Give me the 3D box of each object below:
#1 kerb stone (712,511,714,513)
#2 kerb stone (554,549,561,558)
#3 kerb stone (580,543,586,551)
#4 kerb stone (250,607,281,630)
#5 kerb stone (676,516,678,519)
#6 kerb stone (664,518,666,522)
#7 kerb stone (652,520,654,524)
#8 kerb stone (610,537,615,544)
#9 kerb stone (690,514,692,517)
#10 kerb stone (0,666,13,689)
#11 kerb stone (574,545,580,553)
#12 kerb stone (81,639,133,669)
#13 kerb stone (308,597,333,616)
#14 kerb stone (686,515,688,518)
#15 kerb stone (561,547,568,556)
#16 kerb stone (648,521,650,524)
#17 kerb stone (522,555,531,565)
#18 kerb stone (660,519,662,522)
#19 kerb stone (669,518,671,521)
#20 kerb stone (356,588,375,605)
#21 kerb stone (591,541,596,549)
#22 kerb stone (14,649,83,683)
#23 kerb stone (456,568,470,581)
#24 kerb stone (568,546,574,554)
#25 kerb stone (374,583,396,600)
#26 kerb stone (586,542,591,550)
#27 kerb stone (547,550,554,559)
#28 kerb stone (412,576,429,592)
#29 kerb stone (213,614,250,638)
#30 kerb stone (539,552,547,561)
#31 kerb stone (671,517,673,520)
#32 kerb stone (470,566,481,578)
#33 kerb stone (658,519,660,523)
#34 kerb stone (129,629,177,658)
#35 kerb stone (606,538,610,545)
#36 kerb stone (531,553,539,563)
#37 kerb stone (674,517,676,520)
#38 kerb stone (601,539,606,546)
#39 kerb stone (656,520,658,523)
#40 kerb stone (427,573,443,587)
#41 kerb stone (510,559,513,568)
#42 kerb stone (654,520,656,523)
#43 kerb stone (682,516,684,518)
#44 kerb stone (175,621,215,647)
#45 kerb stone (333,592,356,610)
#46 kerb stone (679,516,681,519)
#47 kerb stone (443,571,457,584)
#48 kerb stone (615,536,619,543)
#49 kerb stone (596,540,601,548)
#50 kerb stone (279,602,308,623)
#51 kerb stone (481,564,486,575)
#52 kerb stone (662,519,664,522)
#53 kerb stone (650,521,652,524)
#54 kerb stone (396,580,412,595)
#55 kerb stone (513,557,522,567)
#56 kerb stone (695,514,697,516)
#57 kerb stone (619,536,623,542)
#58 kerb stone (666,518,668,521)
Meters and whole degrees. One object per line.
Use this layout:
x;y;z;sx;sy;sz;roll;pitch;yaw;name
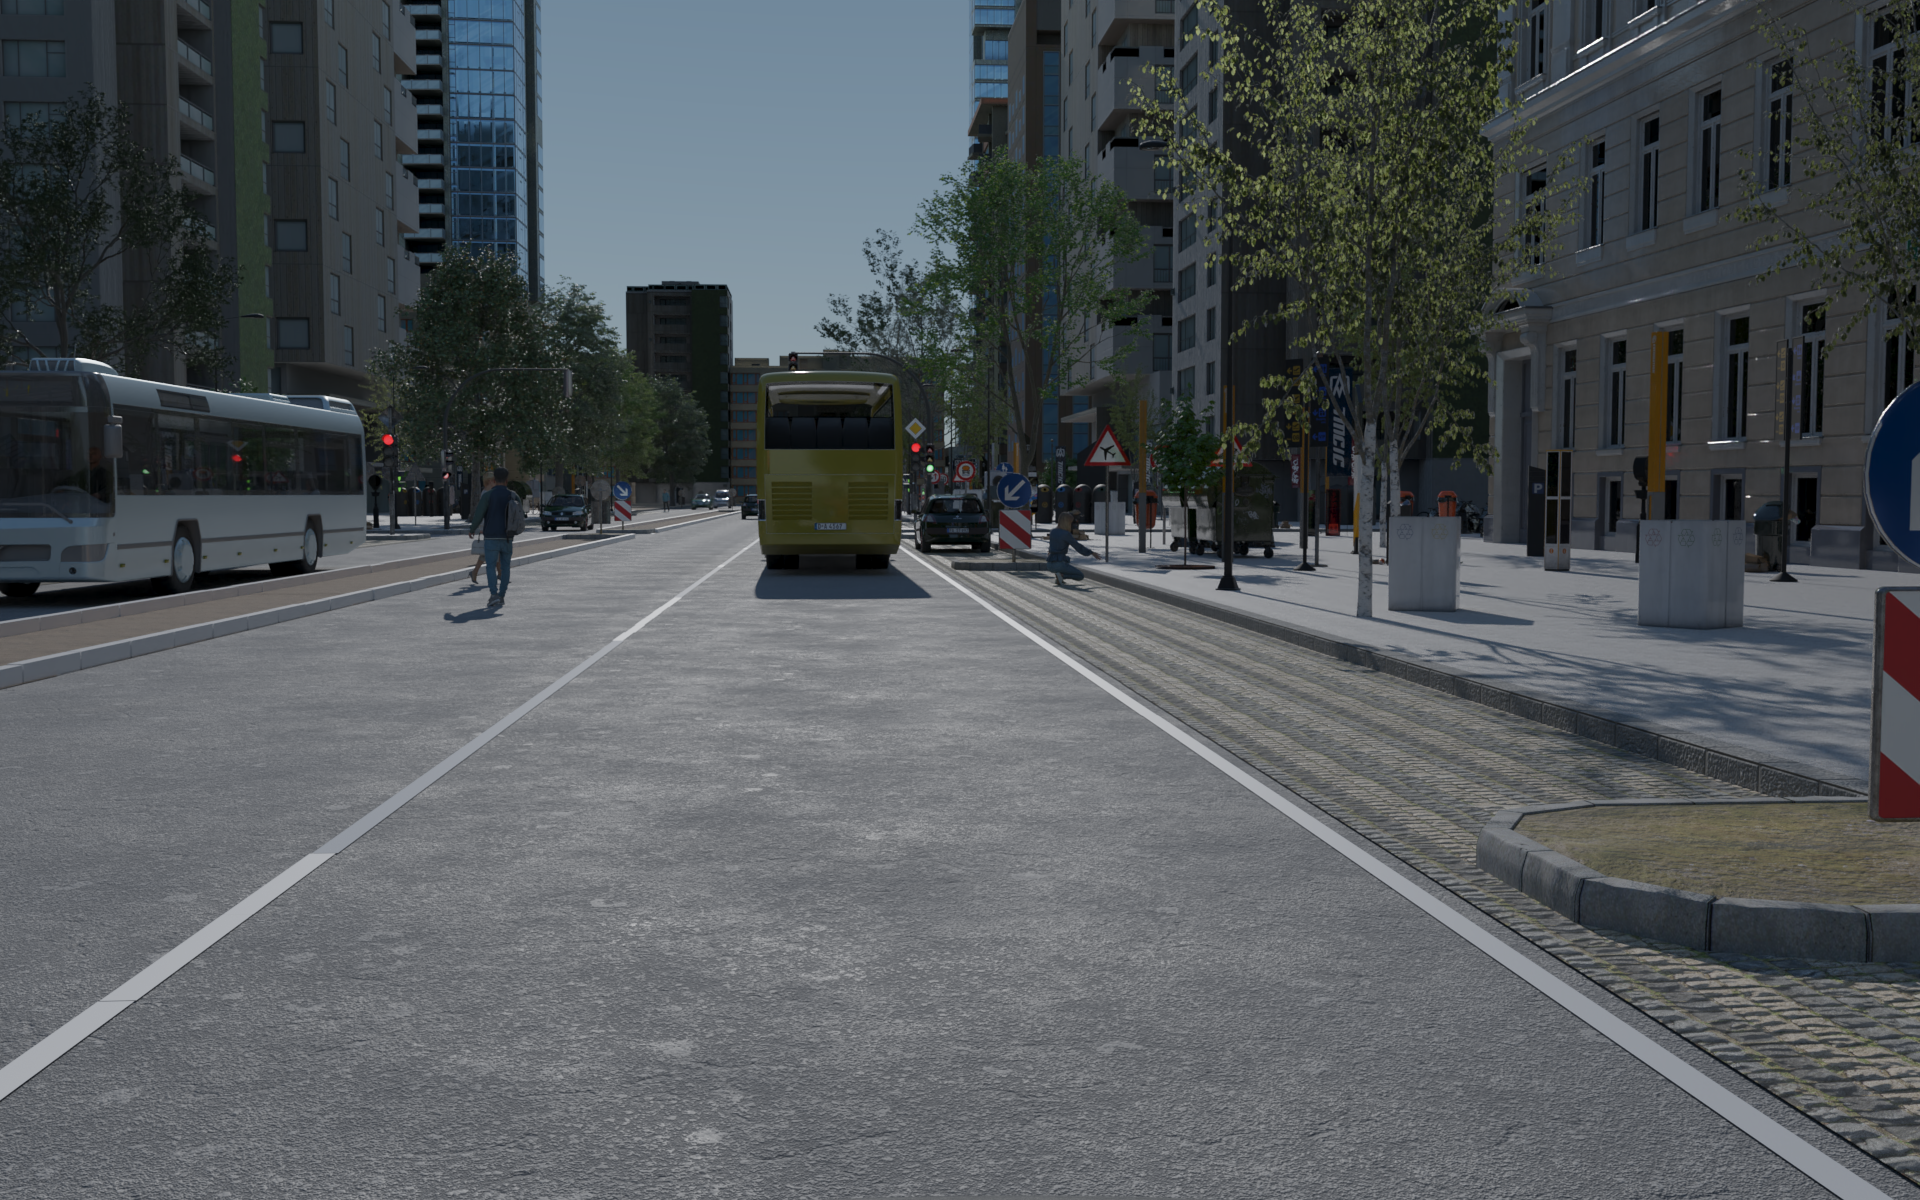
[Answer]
-18.361;-6.428;127.330;0.120;0.150;1.000;0;4;-5;kerb stone
-9.208;-1.033;39.147;0.120;0.150;1.000;0;4;-5;kerb stone
-9.539;-1.287;43.236;0.120;0.150;1.000;0;4;-5;kerb stone
-7.579;0.215;18.696;0.120;0.150;1.000;0;4;-5;kerb stone
-15.841;-4.490;95.670;0.120;0.150;1.000;0;4;-5;kerb stone
-15.262;-4.057;88.522;0.120;0.150;1.000;0;4;-5;kerb stone
-14.778;-3.680;82.404;0.120;0.150;1.000;0;4;-5;kerb stone
-10.033;-1.658;49.359;0.120;0.150;1.000;0;4;-5;kerb stone
-16.654;-5.117;105.897;0.120;0.150;1.000;0;4;-5;kerb stone
-7.087;0.597;12.549;0.120;0.150;1.000;0;4;-5;kerb stone
-9.460;-1.224;42.210;0.120;0.150;1.000;0;4;-5;kerb stone
-7.256;0.464;14.603;0.120;0.150;1.000;0;4;-5;kerb stone
-7.745;0.098;20.734;0.120;0.150;1.000;0;4;-5;kerb stone
-16.411;-4.932;102.831;0.120;0.150;1.000;0;4;-5;kerb stone
-9.291;-1.099;40.166;0.120;0.150;1.000;0;4;-5;kerb stone
-14.613;-3.557;80.358;0.120;0.150;1.000;0;4;-5;kerb stone
-8.885;-0.784;35.049;0.120;0.150;1.000;0;4;-5;kerb stone
-15.095;-3.932;86.484;0.120;0.150;1.000;0;4;-5;kerb stone
-15.514;-4.240;91.586;0.120;0.150;1.000;0;4;-5;kerb stone
-7.915;-0.031;22.787;0.120;0.150;1.000;0;4;-5;kerb stone
-9.706;-1.412;45.277;0.120;0.150;1.000;0;4;-5;kerb stone
-7.171;0.527;13.576;0.120;0.150;1.000;0;4;-5;kerb stone
-8.396;-0.408;28.924;0.120;0.150;1.000;0;4;-5;kerb stone
-9.376;-1.162;41.192;0.120;0.150;1.000;0;4;-5;kerb stone
-7.980;-0.099;23.809;0.120;0.150;1.000;0;4;-5;kerb stone
-9.625;-1.349;44.259;0.120;0.150;1.000;0;4;-5;kerb stone
-9.136;-0.971;38.115;0.120;0.150;1.000;0;4;-5;kerb stone
-8.142;-0.217;25.857;0.120;0.150;1.000;0;4;-5;kerb stone
-7.500;0.278;17.675;0.120;0.150;1.000;0;4;-5;kerb stone
-9.050;-0.911;37.086;0.120;0.150;1.000;0;4;-5;kerb stone
-15.594;-4.307;92.613;0.120;0.150;1.000;0;4;-5;kerb stone
-8.482;-0.473;29.950;0.120;0.150;1.000;0;4;-5;kerb stone
-15.018;-3.870;85.464;0.120;0.150;1.000;0;4;-5;kerb stone
-7.338;0.402;15.626;0.120;0.150;1.000;0;4;-5;kerb stone
-9.950;-1.599;48.339;0.120;0.150;1.000;0;4;-5;kerb stone
-8.959;-0.848;36.068;0.120;0.150;1.000;0;4;-5;kerb stone
-15.758;-4.432;94.651;0.120;0.150;1.000;0;4;-5;kerb stone
-9.867;-1.537;47.320;0.120;0.150;1.000;0;4;-5;kerb stone
-14.939;-3.807;84.442;0.120;0.150;1.000;0;4;-5;kerb stone
-8.239;-0.287;26.883;0.120;0.150;1.000;0;4;-5;kerb stone
-8.724;-0.660;33.011;0.120;0.150;1.000;0;4;-5;kerb stone
-14.852;-3.743;83.424;0.120;0.150;1.000;0;4;-5;kerb stone
-16.154;-4.743;99.770;0.120;0.150;1.000;0;4;-5;kerb stone
-7.423;0.339;16.647;0.120;0.150;1.000;0;4;-5;kerb stone
-7.825;0.031;21.768;0.120;0.150;1.000;0;4;-5;kerb stone
-16.001;-4.619;97.717;0.120;0.150;1.000;0;4;-5;kerb stone
-8.319;-0.343;27.904;0.120;0.150;1.000;0;4;-5;kerb stone
-10.111;-1.724;50.377;0.120;0.150;1.000;0;4;-5;kerb stone
-9.789;-1.474;46.301;0.120;0.150;1.000;0;4;-5;kerb stone
-7.660;0.152;19.715;0.120;0.150;1.000;0;4;-5;kerb stone
-8.563;-0.537;30.969;0.120;0.150;1.000;0;4;-5;kerb stone
-15.186;-3.994;87.502;0.120;0.150;1.000;0;4;-5;kerb stone
-14.695;-3.620;81.385;0.120;0.150;1.000;0;4;-5;kerb stone
-8.068;-0.161;24.836;0.120;0.150;1.000;0;4;-5;kerb stone
-8.813;-0.721;34.030;0.120;0.150;1.000;0;4;-5;kerb stone
-16.981;-5.369;109.978;0.120;0.150;1.000;0;4;-5;kerb stone
-10.186;-1.785;51.398;0.120;0.150;1.000;0;4;-5;kerb stone
-15.347;-4.119;89.540;0.120;0.150;1.000;0;4;-5;kerb stone
